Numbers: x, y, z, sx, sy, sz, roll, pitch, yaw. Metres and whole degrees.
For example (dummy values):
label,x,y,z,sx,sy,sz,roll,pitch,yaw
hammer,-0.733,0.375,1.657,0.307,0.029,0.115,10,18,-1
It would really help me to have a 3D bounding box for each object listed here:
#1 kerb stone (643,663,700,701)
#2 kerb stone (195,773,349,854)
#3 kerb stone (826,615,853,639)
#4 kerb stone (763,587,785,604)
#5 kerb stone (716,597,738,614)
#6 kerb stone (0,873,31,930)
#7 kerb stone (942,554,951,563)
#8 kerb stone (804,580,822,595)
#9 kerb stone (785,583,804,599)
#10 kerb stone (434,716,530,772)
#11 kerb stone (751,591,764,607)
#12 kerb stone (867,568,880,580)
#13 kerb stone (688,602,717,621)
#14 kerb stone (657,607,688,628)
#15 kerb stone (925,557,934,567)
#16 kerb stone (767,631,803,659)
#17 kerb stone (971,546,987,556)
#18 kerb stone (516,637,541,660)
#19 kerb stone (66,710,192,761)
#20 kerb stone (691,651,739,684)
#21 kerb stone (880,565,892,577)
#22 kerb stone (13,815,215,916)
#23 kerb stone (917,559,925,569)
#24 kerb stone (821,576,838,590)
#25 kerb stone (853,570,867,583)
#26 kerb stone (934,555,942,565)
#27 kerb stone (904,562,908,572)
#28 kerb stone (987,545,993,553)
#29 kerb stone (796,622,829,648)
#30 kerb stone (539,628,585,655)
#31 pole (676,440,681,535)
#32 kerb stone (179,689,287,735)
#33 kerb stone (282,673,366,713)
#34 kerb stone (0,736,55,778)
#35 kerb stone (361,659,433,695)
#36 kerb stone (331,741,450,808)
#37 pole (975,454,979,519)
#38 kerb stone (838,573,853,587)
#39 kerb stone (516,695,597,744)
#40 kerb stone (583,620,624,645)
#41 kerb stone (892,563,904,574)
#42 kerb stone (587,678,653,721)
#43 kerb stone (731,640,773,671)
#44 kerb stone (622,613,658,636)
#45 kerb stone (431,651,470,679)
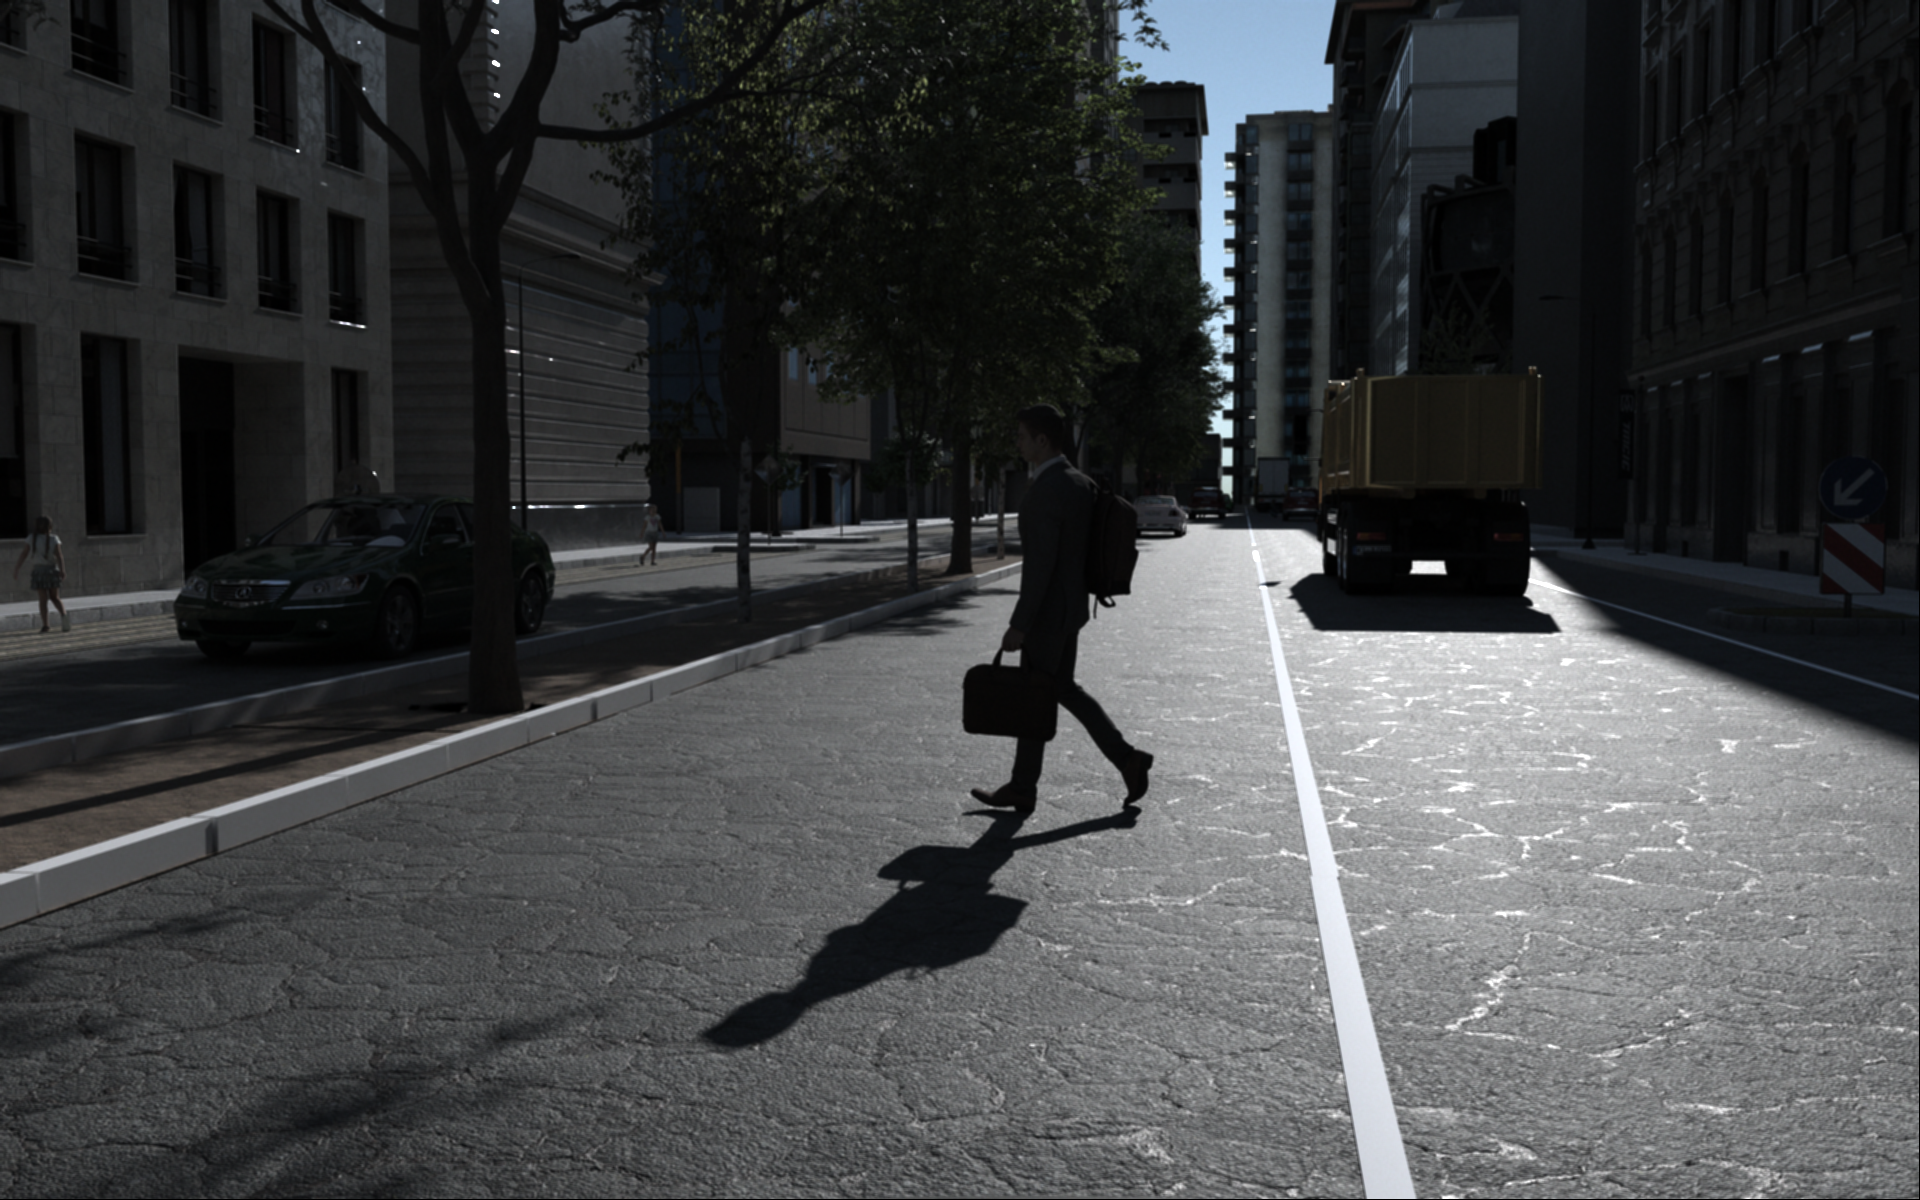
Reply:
label,x,y,z,sx,sy,sz,roll,pitch,yaw
kerb stone,-2.102,0.596,12.452,0.120,0.150,1.000,1,4,9
kerb stone,-2.929,0.906,7.388,0.120,0.150,1.000,1,4,9
kerb stone,-1.282,0.288,17.517,0.120,0.150,1.000,1,4,9
kerb stone,-2.534,-0.042,22.883,0.120,0.150,1.000,1,4,9
kerb stone,-2.864,0.090,20.859,0.120,0.150,1.000,1,4,9
kerb stone,-3.263,1.029,5.371,0.120,0.150,1.000,1,4,9
kerb stone,-0.377,-0.843,36.046,0.120,0.150,1.000,1,4,9
kerb stone,-2.200,-0.165,24.906,0.120,0.150,1.000,1,4,9
kerb stone,-2.366,-0.104,23.891,0.120,0.150,1.000,1,4,9
kerb stone,-2.611,0.782,9.410,0.120,0.150,1.000,1,4,9
kerb stone,-2.699,0.022,21.867,0.120,0.150,1.000,1,4,9
kerb stone,-1.549,-0.410,28.963,0.120,0.150,1.000,1,4,9
kerb stone,-3.024,0.150,19.849,0.120,0.150,1.000,1,4,9
kerb stone,-3.197,0.206,18.832,0.120,0.150,1.000,1,4,9
kerb stone,-0.711,-0.723,34.018,0.120,0.150,1.000,1,4,9
kerb stone,-1.614,0.411,15.479,0.120,0.150,1.000,1,4,9
kerb stone,0.447,-1.157,41.112,0.120,0.150,1.000,1,4,9
kerb stone,-3.858,0.454,14.777,0.120,0.150,1.000,1,4,9
kerb stone,-4.685,0.768,9.728,0.120,0.150,1.000,1,4,9
kerb stone,-1.944,0.534,13.461,0.120,0.150,1.000,1,4,9
kerb stone,-1.372,-0.476,29.975,0.120,0.150,1.000,1,4,9
kerb stone,-3.102,0.968,6.381,0.120,0.150,1.000,1,4,9
kerb stone,-0.872,-0.658,33.008,0.120,0.150,1.000,1,4,9
kerb stone,-2.035,-0.228,25.920,0.120,0.150,1.000,1,4,9
kerb stone,-1.712,-0.352,27.954,0.120,0.150,1.000,1,4,9
kerb stone,-0.553,-0.785,35.028,0.120,0.150,1.000,1,4,9
kerb stone,-1.039,-0.599,32.000,0.120,0.150,1.000,1,4,9
kerb stone,0.616,-1.216,42.127,0.120,0.150,1.000,1,4,9
kerb stone,-1.446,0.349,16.489,0.120,0.150,1.000,1,4,9
kerb stone,-3.690,0.392,15.798,0.120,0.150,1.000,1,4,9
pole,-8.924,-3.733,54.881,0.158,3.312,0.155,0,3,0
kerb stone,-4.520,0.701,10.739,0.120,0.150,1.000,1,4,9
kerb stone,-4.358,0.639,11.752,0.120,0.150,1.000,1,4,9
kerb stone,-4.852,0.829,8.706,0.120,0.150,1.000,1,4,9
kerb stone,-4.194,0.577,12.761,0.120,0.150,1.000,1,4,9
kerb stone,-2.768,0.844,8.397,0.120,0.150,1.000,1,4,9
pole,0.875,-5.722,87.401,0.158,3.312,0.155,0,3,0
kerb stone,-1.872,-0.290,26.931,0.120,0.150,1.000,1,4,9
kerb stone,-2.446,0.720,10.431,0.120,0.150,1.000,1,4,9
kerb stone,-3.522,0.330,16.806,0.120,0.150,1.000,1,4,9
kerb stone,-1.212,-0.534,30.985,0.120,0.150,1.000,1,4,9
kerb stone,-2.270,0.658,11.443,0.120,0.150,1.000,1,4,9
kerb stone,-1.776,0.473,14.470,0.120,0.150,1.000,1,4,9
kerb stone,-3.356,0.270,17.821,0.120,0.150,1.000,1,4,9
kerb stone,-4.021,0.519,13.768,0.120,0.150,1.000,1,4,9
